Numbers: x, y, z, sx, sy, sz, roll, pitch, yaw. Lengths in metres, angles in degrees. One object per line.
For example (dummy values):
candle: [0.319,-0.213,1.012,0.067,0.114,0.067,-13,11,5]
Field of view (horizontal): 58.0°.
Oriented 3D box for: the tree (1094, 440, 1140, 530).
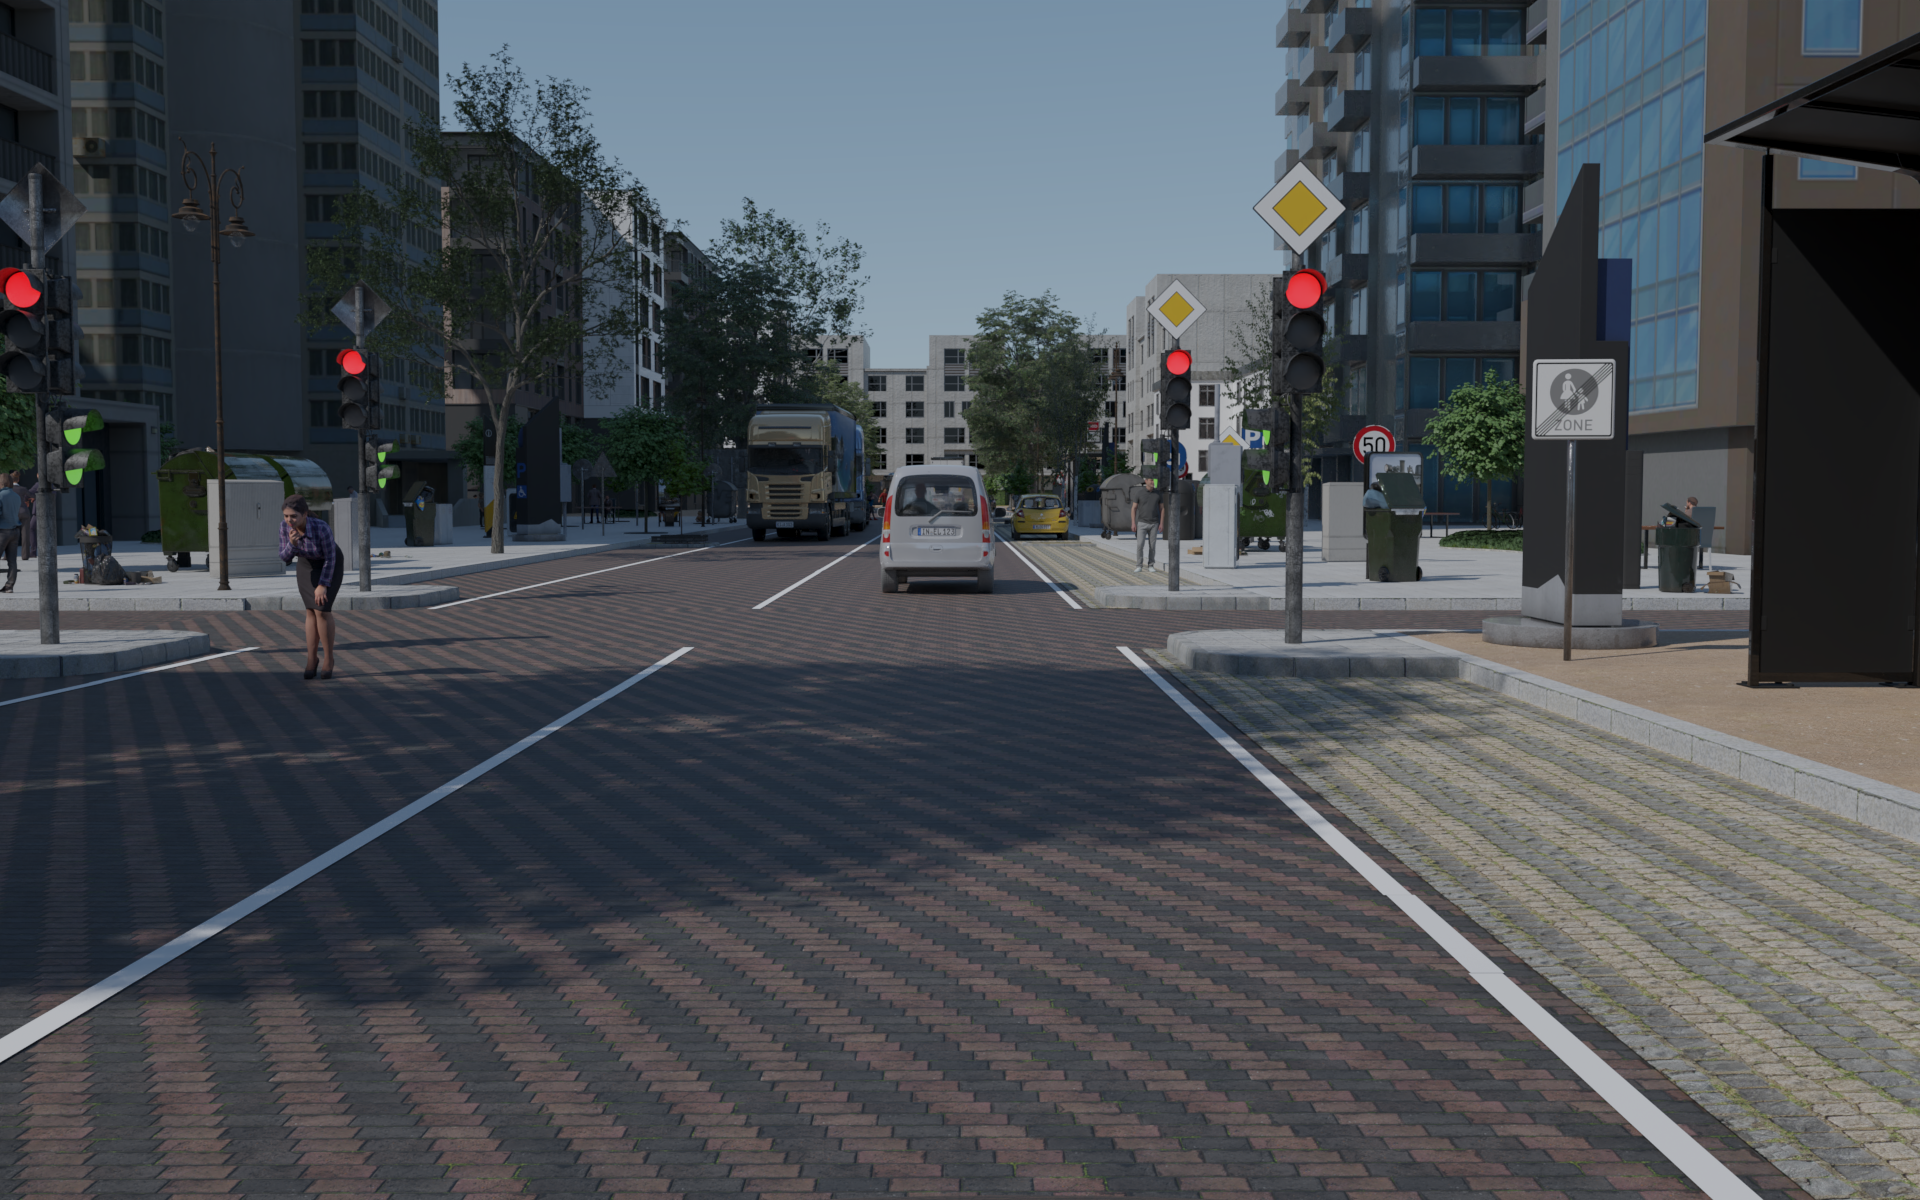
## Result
tree: [5.723,-4.110,61.799,1.663,3.219,1.824,0,3,0]

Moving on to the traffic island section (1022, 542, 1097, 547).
traffic island section: [2.711,-1.534,47.940,1.991,0.108,1.994,0,4,0]

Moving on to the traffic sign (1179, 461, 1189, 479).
traffic sign: [7.365,-3.584,58.708,0.768,2.556,0.104,0,4,5]

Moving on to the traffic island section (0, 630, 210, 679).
traffic island section: [-7.813,0.455,14.843,2.009,0.180,2.903,0,4,0]

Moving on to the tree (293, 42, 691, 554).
tree: [-9.948,-6.255,36.688,8.767,10.594,7.601,-1,4,-8]

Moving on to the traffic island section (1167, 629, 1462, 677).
traffic island section: [2.888,0.452,14.894,2.009,0.180,2.903,0,4,0]

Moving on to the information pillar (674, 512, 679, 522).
information pillar: [-12.881,-5.344,78.730,0.504,3.616,0.183,3,5,44]

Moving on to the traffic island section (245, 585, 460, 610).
traffic island section: [-7.854,-0.033,22.828,2.009,0.180,2.903,0,4,0]

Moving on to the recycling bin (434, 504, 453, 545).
recycling bin: [-13.396,-1.928,44.080,0.722,1.027,0.722,1,4,9]

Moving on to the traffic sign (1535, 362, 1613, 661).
traffic sign: [4.671,-0.680,13.255,0.606,2.300,0.079,0,4,5]

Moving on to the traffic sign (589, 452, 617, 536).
traffic sign: [-10.943,-3.246,53.075,0.884,2.594,0.081,0,4,2]

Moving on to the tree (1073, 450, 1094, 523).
tree: [5.488,-5.026,76.769,1.663,3.219,1.824,0,3,0]

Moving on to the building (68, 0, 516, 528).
building: [-35.856,-23.296,72.777,32.217,40.220,23.993,0,4,0]

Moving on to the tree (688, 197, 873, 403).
tree: [-11.451,-15.518,109.612,12.611,20.169,13.585,0,3,0]

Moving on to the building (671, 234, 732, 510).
building: [-38.010,-18.656,148.996,32.646,21.610,27.936,0,4,0]

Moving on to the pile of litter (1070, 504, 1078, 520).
pile of litter: [6.184,-4.424,86.291,1.719,0.858,1.176,-1,4,-19]

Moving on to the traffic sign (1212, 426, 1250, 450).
traffic sign: [5.211,-2.059,33.398,0.795,2.593,0.064,0,4,6]

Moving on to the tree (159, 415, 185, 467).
tree: [-28.458,-4.632,59.443,4.285,4.588,4.351,0,3,0]

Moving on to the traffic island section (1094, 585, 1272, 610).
traffic island section: [2.847,-0.037,22.879,2.009,0.180,2.903,0,4,0]

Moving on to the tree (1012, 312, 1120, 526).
tree: [4.489,-7.313,69.937,4.360,8.622,3.978,0,3,0]

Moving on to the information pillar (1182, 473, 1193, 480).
information pillar: [7.799,-3.362,59.455,0.304,2.012,0.304,-1,4,-9]

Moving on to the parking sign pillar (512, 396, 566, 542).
parking sign pillar: [-11.488,-3.589,47.160,1.447,3.967,1.447,2,4,29]

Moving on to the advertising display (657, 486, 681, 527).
advertising display: [-11.436,-3.846,68.092,0.974,1.923,0.123,-2,4,-32]

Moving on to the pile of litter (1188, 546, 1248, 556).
pile of litter: [5.442,-1.381,36.543,1.176,0.858,1.719,0,4,-7]

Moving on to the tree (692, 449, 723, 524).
tree: [-10.953,-4.870,74.224,1.663,3.219,1.824,0,3,0]

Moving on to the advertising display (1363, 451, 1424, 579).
advertising display: [6.546,-1.283,26.188,0.974,1.923,0.123,-1,4,-19]

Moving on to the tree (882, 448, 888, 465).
tree: [-10.923,-15.604,173.255,7.486,12.596,7.792,0,3,0]

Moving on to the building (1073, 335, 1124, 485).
building: [28.177,-20.445,200.736,31.486,18.905,16.747,0,4,0]

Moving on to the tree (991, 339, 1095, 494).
tree: [5.403,-11.624,115.809,9.928,11.665,9.643,0,3,0]

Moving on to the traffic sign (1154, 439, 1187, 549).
traffic sign: [4.907,-2.466,40.421,0.768,2.556,0.104,0,4,1]

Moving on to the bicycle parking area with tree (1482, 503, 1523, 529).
bicycle parking area with tree: [24.147,-4.645,62.945,9.016,4.147,8.231,-2,4,-30]

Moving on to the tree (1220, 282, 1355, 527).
tree: [11.036,-6.665,59.340,4.737,8.622,4.395,0,3,0]

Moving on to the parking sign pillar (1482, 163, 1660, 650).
parking sign pillar: [5.266,-1.614,14.855,1.447,3.967,1.447,0,4,0]

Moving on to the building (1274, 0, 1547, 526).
building: [27.555,-28.291,82.167,23.786,49.044,30.456,0,4,0]

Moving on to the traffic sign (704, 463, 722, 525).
traffic sign: [-10.175,-4.350,71.233,0.768,2.556,0.104,0,4,4]

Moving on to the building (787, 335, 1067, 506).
building: [-3.468,-20.466,201.079,31.486,18.905,16.747,0,4,0]

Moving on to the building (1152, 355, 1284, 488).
building: [19.258,-10.772,118.269,9.099,9.664,28.070,0,4,0]

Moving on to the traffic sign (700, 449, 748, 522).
traffic sign: [-10.685,-5.190,78.728,2.265,3.308,0.079,0,4,6]

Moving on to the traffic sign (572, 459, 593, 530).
traffic sign: [-13.624,-3.815,62.486,0.768,2.556,0.104,0,4,7]

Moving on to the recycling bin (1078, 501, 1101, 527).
recycling bin: [5.034,-3.356,67.422,0.722,1.027,0.722,-1,4,-14]

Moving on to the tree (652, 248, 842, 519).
tree: [-11.258,-11.231,90.281,9.857,13.997,8.962,0,3,0]

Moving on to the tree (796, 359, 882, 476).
tree: [-11.349,-13.878,145.026,7.486,12.596,7.792,0,3,0]

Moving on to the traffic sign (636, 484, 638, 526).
traffic sign: [-13.046,-4.270,69.916,0.768,2.556,0.104,0,4,1]

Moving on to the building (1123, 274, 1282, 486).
building: [24.116,-17.203,147.734,16.747,18.905,31.486,0,4,0]

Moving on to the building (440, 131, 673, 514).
building: [-35.830,-16.526,114.170,27.936,21.610,32.646,0,4,0]

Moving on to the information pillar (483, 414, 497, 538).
information pillar: [-13.737,-3.632,50.735,0.183,3.616,0.504,3,5,42]

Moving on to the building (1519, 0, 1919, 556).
building: [23.025,-23.927,41.317,14.200,45.320,14.600,0,4,0]

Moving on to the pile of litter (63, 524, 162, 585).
pile of litter: [-12.183,-0.666,24.856,1.176,0.858,1.719,-3,5,-42]

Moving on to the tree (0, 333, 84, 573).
tree: [-16.134,-2.726,28.290,4.285,4.588,4.351,0,3,0]

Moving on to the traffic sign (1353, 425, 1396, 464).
traffic sign: [7.636,-1.951,31.998,0.768,2.556,0.104,0,4,8]

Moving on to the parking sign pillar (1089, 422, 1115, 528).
parking sign pillar: [5.612,-4.704,65.381,1.447,3.967,1.447,0,4,-1]

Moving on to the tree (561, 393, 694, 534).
tree: [-10.299,-4.435,56.234,4.285,4.588,4.351,0,3,0]

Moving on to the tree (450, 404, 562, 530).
tree: [-16.838,-4.863,63.227,4.285,4.588,4.351,0,3,0]

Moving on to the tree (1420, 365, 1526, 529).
tree: [13.463,-3.696,44.141,4.285,4.588,4.351,0,3,0]

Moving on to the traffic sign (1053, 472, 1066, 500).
traffic sign: [5.680,-5.975,97.701,0.884,2.594,0.081,1,4,8]

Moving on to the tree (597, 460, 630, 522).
tree: [-15.864,-5.205,79.696,1.663,3.219,1.824,0,3,0]

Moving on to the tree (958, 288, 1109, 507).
tree: [4.432,-12.198,106.094,9.857,13.997,8.962,0,3,0]

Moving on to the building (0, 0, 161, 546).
building: [-32.378,-36.895,41.490,20.563,71.187,20.611,0,4,0]

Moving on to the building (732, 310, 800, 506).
building: [-35.560,-22.141,205.972,32.646,21.610,27.936,0,4,0]

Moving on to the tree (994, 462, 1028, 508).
tree: [4.687,-10.723,159.033,4.285,4.588,4.351,0,3,0]
